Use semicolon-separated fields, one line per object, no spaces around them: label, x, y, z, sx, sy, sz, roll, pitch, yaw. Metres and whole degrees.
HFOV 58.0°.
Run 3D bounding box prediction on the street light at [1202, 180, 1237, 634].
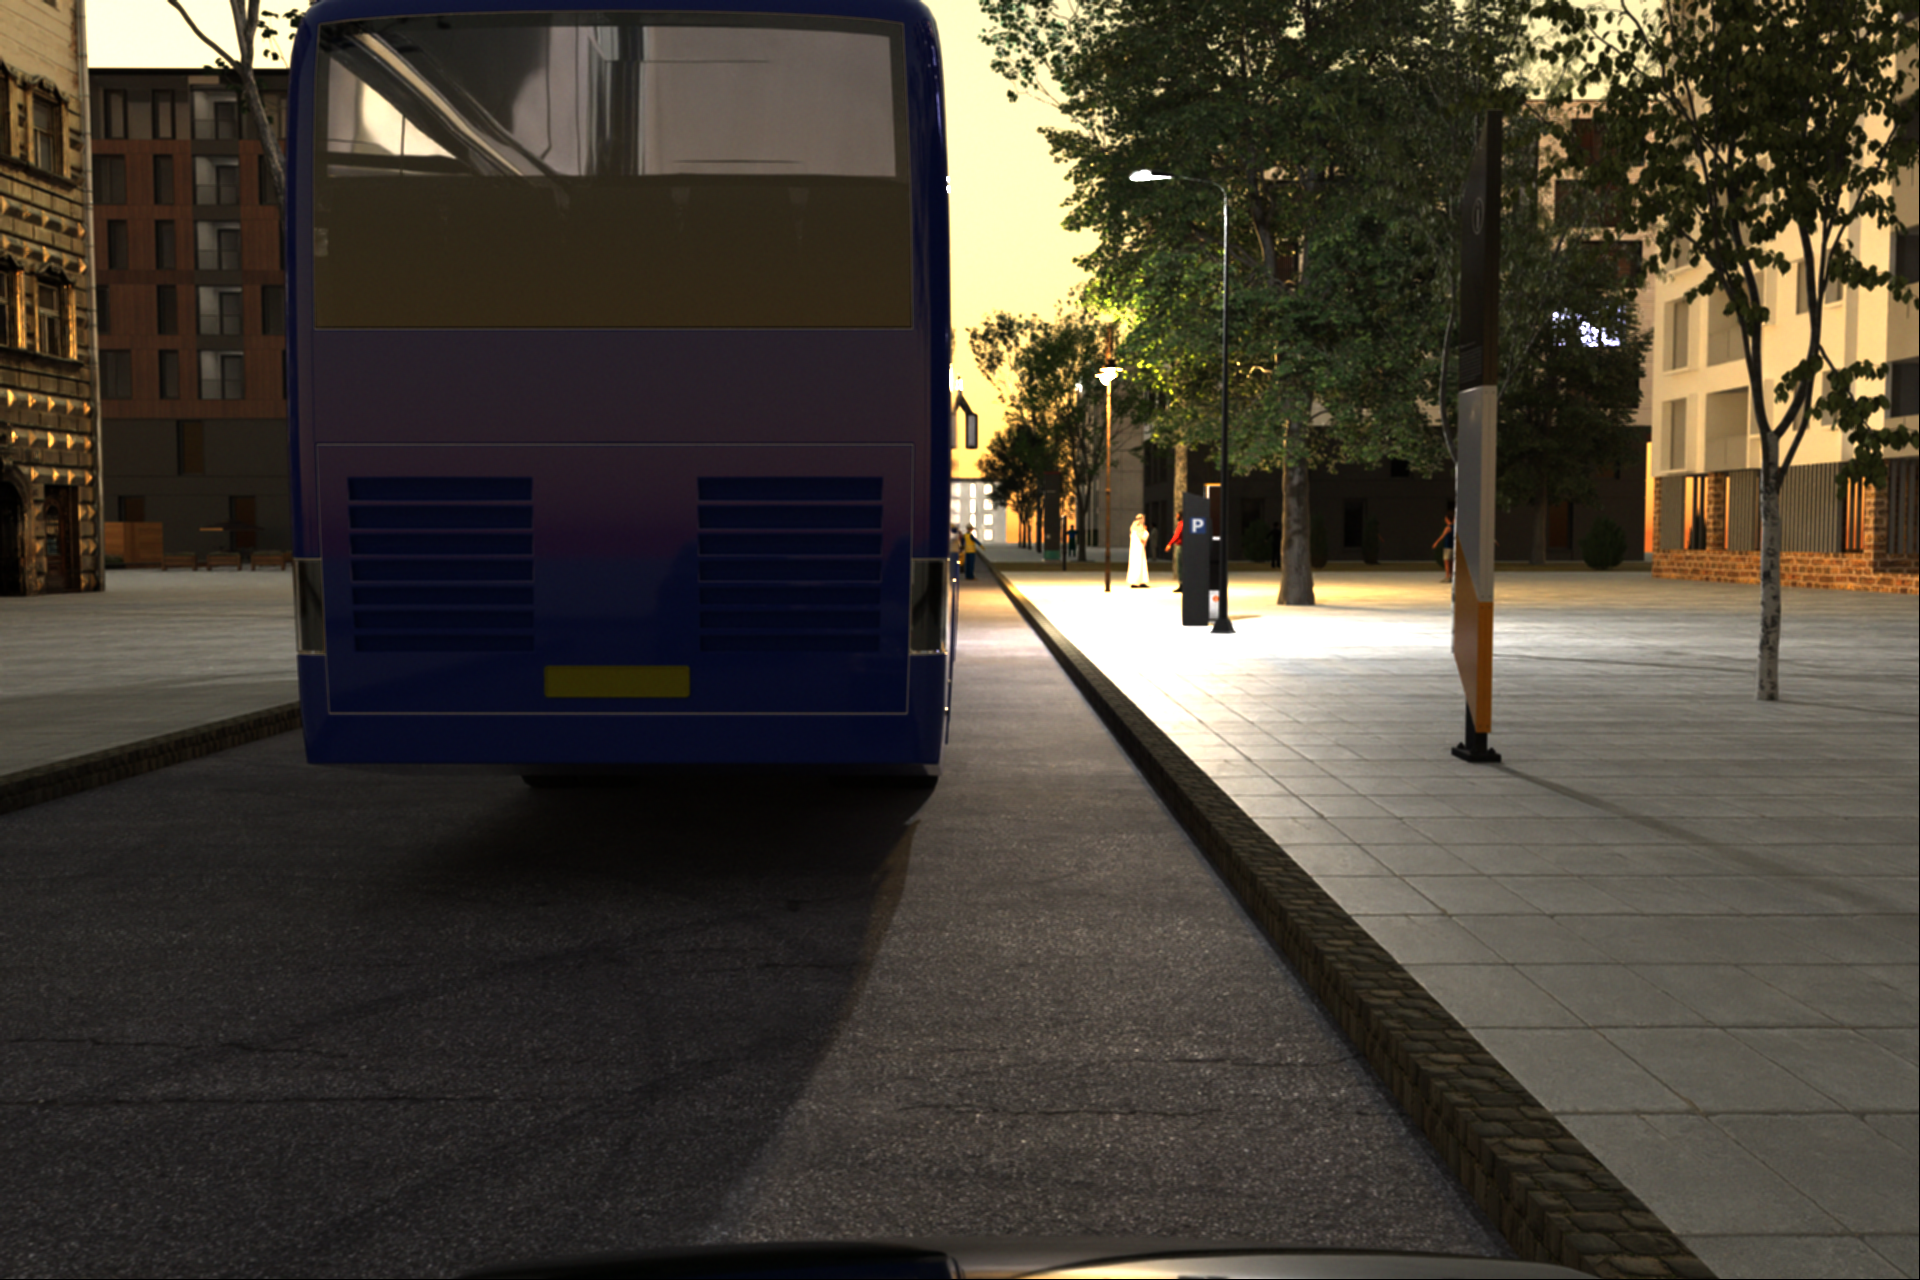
street light;3.942;-3.038;22.212;1.470;5.913;1.316;0;4;0

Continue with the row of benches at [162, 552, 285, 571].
row of benches;-25.655;-2.762;60.619;4.104;0.672;1.422;-1;4;-16

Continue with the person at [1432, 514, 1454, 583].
person;12.930;-2.428;45.872;0.704;1.807;1.345;3;5;43

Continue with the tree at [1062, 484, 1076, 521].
tree;18.715;-19.705;256.582;7.601;10.594;8.767;0;4;-5

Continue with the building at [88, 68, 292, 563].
building;-29.135;-15.213;92.705;27.936;21.610;32.646;0;4;-1

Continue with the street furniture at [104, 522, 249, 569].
street furniture;-34.086;-3.630;66.210;9.812;1.723;11.010;1;4;19

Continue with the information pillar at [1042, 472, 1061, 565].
information pillar;3.833;-5.069;72.256;0.750;3.857;0.750;0;4;-1

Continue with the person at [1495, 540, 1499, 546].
person;16.052;-2.907;53.688;1.344;1.810;0.704;-1;4;-12

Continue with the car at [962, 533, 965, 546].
car;-0.007;-9.493;164.807;1.945;1.707;3.694;0;4;-1

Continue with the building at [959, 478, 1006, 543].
building;-7.081;-18.950;254.435;28.070;9.664;9.099;0;4;0

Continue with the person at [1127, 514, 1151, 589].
person;4.229;-2.081;40.736;0.621;1.740;0.551;0;4;-7

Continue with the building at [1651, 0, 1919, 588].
building;25.149;-11.725;48.120;16.016;20.090;11.380;0;4;0

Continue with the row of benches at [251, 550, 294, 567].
row of benches;-26.606;-3.309;69.557;1.422;0.672;4.104;2;4;34

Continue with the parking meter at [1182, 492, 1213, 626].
parking meter;3.303;-1.126;24.126;0.399;1.863;0.255;0;4;0

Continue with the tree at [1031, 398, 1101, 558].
tree;5.325;-8.785;94.000;4.360;8.622;3.978;0;3;0

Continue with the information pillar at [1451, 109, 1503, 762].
information pillar;2.949;-1.133;9.872;0.183;3.616;0.504;0;3;0

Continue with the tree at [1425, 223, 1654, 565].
tree;24.344;-10.144;72.502;9.857;13.997;8.962;0;3;0

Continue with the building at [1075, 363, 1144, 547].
building;22.058;-19.645;187.648;16.747;18.905;31.486;0;4;0

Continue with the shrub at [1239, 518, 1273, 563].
shrub;13.375;-4.473;77.551;1.690;2.028;1.600;0;3;0

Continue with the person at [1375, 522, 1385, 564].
person;17.777;-4.147;73.952;0.704;1.843;1.345;0;4;-7

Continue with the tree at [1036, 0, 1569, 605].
tree;6.160;-7.602;30.946;9.857;13.997;8.962;0;3;0

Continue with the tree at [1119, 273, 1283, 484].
tree;10.001;-8.708;68.132;9.928;11.665;9.643;0;3;0

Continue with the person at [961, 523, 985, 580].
person;0.378;-2.746;53.826;0.721;1.772;1.216;-2;4;-35

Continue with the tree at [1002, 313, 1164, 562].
tree;5.771;-9.461;80.449;9.928;11.665;9.643;0;3;0

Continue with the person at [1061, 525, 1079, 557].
person;6.357;-5.626;98.104;1.347;1.817;0.704;1;4;8

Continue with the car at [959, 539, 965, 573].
car;-0.654;-3.385;65.575;2.015;1.641;3.980;0;4;0

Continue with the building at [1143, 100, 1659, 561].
building;24.125;-15.547;98.172;27.936;21.610;32.646;0;4;0

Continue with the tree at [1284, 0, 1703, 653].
tree;5.147;-4.166;18.476;4.360;8.622;3.978;0;3;0

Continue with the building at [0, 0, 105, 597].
building;-28.389;-12.112;28.962;19.493;23.208;18.063;0;4;0

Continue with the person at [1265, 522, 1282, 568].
person;12.006;-3.593;65.463;0.721;1.740;1.216;-3;5;-42

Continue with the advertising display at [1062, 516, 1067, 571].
advertising display;3.652;-3.390;60.643;0.123;1.923;0.974;0;4;0

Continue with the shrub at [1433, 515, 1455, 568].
shrub;17.474;-3.461;61.001;1.690;2.028;1.600;0;3;0

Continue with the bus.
bus;-1.276;-1.287;12.597;2.896;3.916;12.251;0;4;0

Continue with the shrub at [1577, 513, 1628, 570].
shrub;22.882;-3.501;61.656;1.690;2.028;1.600;0;3;0

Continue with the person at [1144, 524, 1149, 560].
person;9.239;-4.901;86.404;0.705;1.796;1.348;1;4;8

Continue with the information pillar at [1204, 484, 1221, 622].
information pillar;3.746;-1.281;25.440;0.304;2.012;0.304;0;4;0

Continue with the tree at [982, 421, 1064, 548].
tree;5.711;-14.010;154.812;9.928;11.665;9.643;0;3;0

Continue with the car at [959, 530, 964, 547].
car;-0.645;-8.349;145.178;2.281;1.827;5.304;0;4;0

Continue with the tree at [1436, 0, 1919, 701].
tree;6.038;-3.833;13.035;4.737;8.622;4.395;0;3;0

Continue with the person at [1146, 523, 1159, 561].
person;9.080;-4.597;81.351;0.705;1.806;1.347;2;4;28

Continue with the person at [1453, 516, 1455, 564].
person;13.950;-2.602;48.719;0.705;1.807;1.348;2;4;32

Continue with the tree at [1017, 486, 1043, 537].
tree;10.001;-18.304;249.627;4.737;8.622;4.395;0;3;0

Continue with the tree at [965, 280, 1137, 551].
tree;7.042;-16.701;128.949;12.611;20.169;13.585;0;3;0

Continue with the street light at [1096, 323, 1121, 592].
street light;3.257;-3.990;38.021;0.468;5.910;1.993;0;4;0

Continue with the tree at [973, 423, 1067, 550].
tree;5.554;-12.730;142.550;8.767;10.594;7.601;-3;5;-40

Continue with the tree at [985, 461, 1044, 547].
tree;6.017;-14.155;165.843;7.601;10.594;8.767;-3;5;-41

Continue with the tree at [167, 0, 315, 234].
tree;-10.933;-10.338;24.918;12.611;20.169;13.585;0;3;0

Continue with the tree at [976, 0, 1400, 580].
tree;7.566;-11.698;47.160;12.611;20.169;13.585;0;3;0

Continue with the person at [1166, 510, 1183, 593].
person;4.830;-1.941;37.842;0.704;1.816;1.345;2;4;27

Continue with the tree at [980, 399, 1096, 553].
tree;5.348;-11.206;117.626;8.767;10.594;7.601;1;4;10
